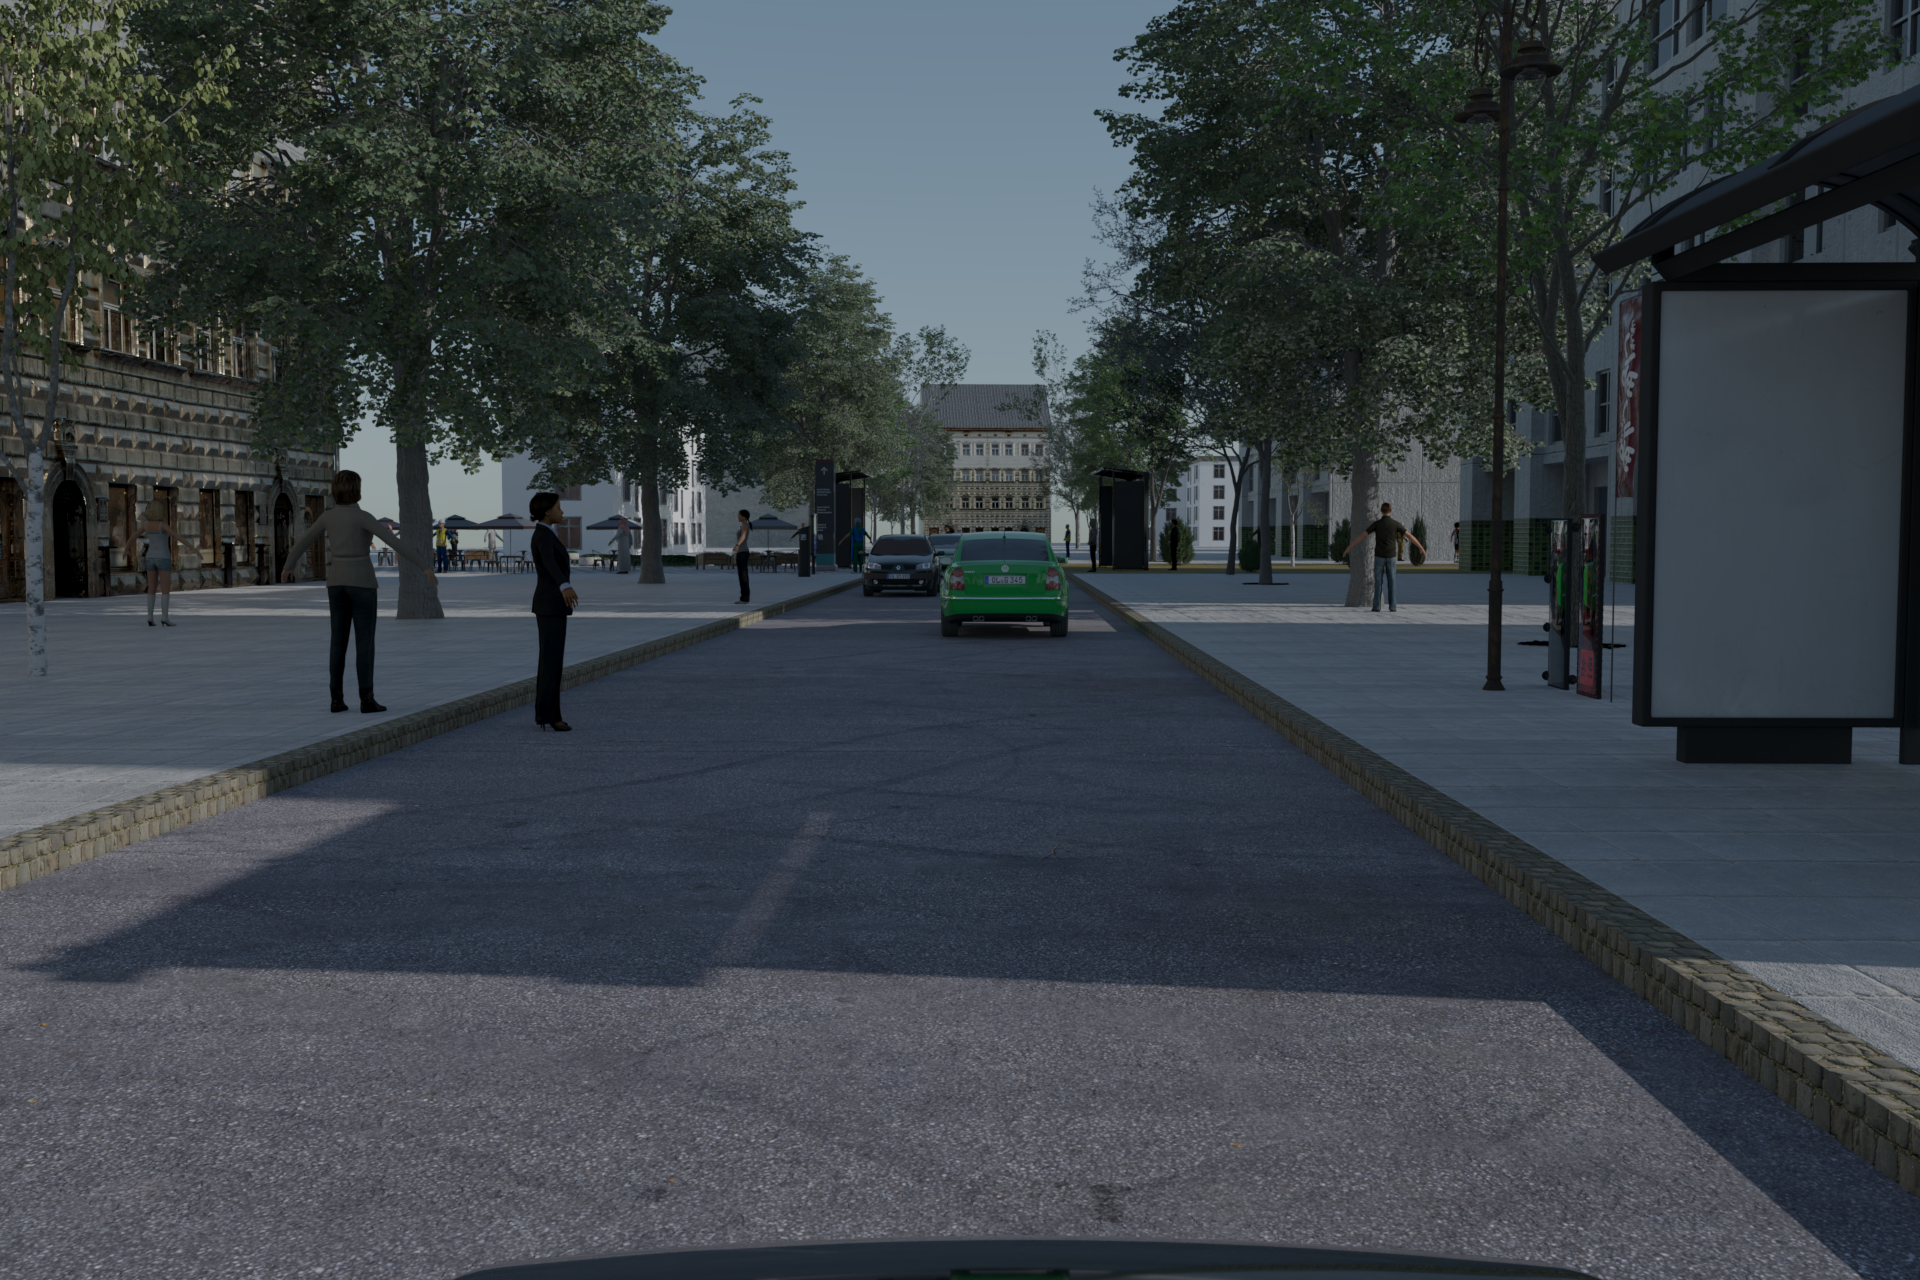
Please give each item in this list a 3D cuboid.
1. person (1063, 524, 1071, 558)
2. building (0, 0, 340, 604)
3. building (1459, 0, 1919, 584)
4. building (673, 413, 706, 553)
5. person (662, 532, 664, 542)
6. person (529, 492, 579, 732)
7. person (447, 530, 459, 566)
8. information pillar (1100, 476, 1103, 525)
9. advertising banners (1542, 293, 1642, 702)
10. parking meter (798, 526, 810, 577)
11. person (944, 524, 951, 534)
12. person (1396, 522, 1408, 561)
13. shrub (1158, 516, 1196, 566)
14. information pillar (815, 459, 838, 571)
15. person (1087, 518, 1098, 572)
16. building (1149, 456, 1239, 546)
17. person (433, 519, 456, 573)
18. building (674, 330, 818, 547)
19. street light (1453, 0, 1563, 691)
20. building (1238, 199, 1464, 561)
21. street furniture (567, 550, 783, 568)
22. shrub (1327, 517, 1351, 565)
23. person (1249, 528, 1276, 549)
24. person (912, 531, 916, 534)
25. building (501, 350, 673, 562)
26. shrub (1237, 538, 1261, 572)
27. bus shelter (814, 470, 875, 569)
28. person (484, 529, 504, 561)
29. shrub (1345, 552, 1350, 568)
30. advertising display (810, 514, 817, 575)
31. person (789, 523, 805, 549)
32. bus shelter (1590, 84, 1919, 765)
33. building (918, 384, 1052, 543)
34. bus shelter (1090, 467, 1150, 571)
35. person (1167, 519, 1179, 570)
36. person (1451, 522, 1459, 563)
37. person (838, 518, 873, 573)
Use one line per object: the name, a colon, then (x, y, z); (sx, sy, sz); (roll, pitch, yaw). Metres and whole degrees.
person: (5.840, -5.413, 94.474); (0.705, 1.833, 1.349); (1, 4, 11)
building: (-26.577, -12.700, 38.578); (19.493, 23.208, 18.063); (0, 4, 1)
building: (25.536, -10.916, 44.931); (16.747, 18.905, 31.486); (0, 4, 2)
building: (-23.080, -11.314, 127.123); (9.099, 9.664, 28.070); (0, 4, 2)
person: (-14.104, -4.586, 80.834); (0.705, 1.847, 1.347); (-2, 4, -35)
person: (-2.924, -0.215, 12.689); (0.721, 1.740, 1.216); (-1, 4, -18)
person: (-20.375, -3.920, 69.869); (0.705, 1.856, 1.354); (-1, 4, -18)
information pillar: (5.720, -4.821, 70.170); (0.183, 3.616, 0.504); (0, 4, 2)
advertising banners: (4.968, -1.066, 13.615); (0.090, 3.025, 2.074); (0, 4, 1)
parking meter: (-4.665, -2.655, 51.827); (0.372, 1.533, 0.369); (0, 3, 0)
person: (-0.561, -3.921, 72.494); (0.705, 1.837, 1.347); (-1, 4, -14)
person: (20.805, -4.643, 81.677); (0.705, 1.858, 1.354); (0, 4, -3)
shrub: (8.839, -4.067, 70.530); (1.661, 2.075, 1.752); (0, 3, 0)
information pillar: (-4.658, -4.323, 60.064); (0.750, 3.857, 0.750); (0, 4, 2)
person: (4.442, -3.188, 58.255); (0.705, 1.813, 1.348); (0, 4, 1)
building: (26.716, -15.749, 199.645); (9.099, 9.664, 28.070); (0, 4, 1)
person: (-17.115, -3.093, 57.032); (1.216, 1.772, 0.721); (1, 4, 19)
building: (-22.196, -21.288, 178.981); (19.493, 23.208, 18.063); (0, 4, 2)
street light: (4.392, -2.525, 14.071); (0.468, 5.910, 1.993); (0, 4, 2)
building: (26.332, -14.135, 97.566); (16.747, 18.905, 31.486); (0, 4, 1)
street furniture: (-12.378, -3.332, 70.108); (10.072, 0.657, 5.734); (2, 4, 34)
shrub: (16.096, -4.137, 72.052); (1.690, 2.028, 1.600); (0, 3, 0)
person: (13.708, -4.433, 78.710); (1.346, 1.802, 0.704); (-1, 4, -9)
person: (-2.615, -5.205, 94.361); (0.599, 1.433, 0.991); (-1, 4, -13)
building: (-19.654, -9.171, 92.097); (9.099, 9.664, 28.070); (0, 4, 2)
shrub: (9.751, -2.871, 58.058); (1.383, 1.207, 1.383); (0, 3, 0)
bus shelter: (-4.393, -4.607, 66.604); (1.731, 3.624, 6.357); (0, 4, 2)
person: (-20.491, -4.266, 75.941); (0.705, 1.806, 1.347); (1, 4, 21)
shrub: (13.674, -2.950, 59.346); (1.383, 1.207, 1.383); (0, 3, 0)
advertising display: (-4.658, -3.057, 55.196); (0.123, 1.923, 0.974); (0, 4, 1)
person: (-7.512, -4.695, 82.908); (1.346, 1.812, 0.704); (0, 4, -7)
bus shelter: (4.512, -0.808, 7.128); (2.014, 3.302, 5.546); (0, 4, 2)
building: (3.305, -25.607, 252.062); (18.063, 23.208, 19.493); (0, 4, -3)
bus shelter: (5.870, -4.442, 63.907); (1.731, 3.624, 6.357); (0, 3, 0)
person: (7.527, -3.362, 61.154); (0.705, 1.806, 1.347); (1, 4, 15)
person: (22.149, -4.334, 77.000); (0.704, 1.843, 1.345); (-1, 4, -16)
person: (-3.402, -3.125, 57.225); (1.347, 1.817, 0.704); (-3, 4, -37)
